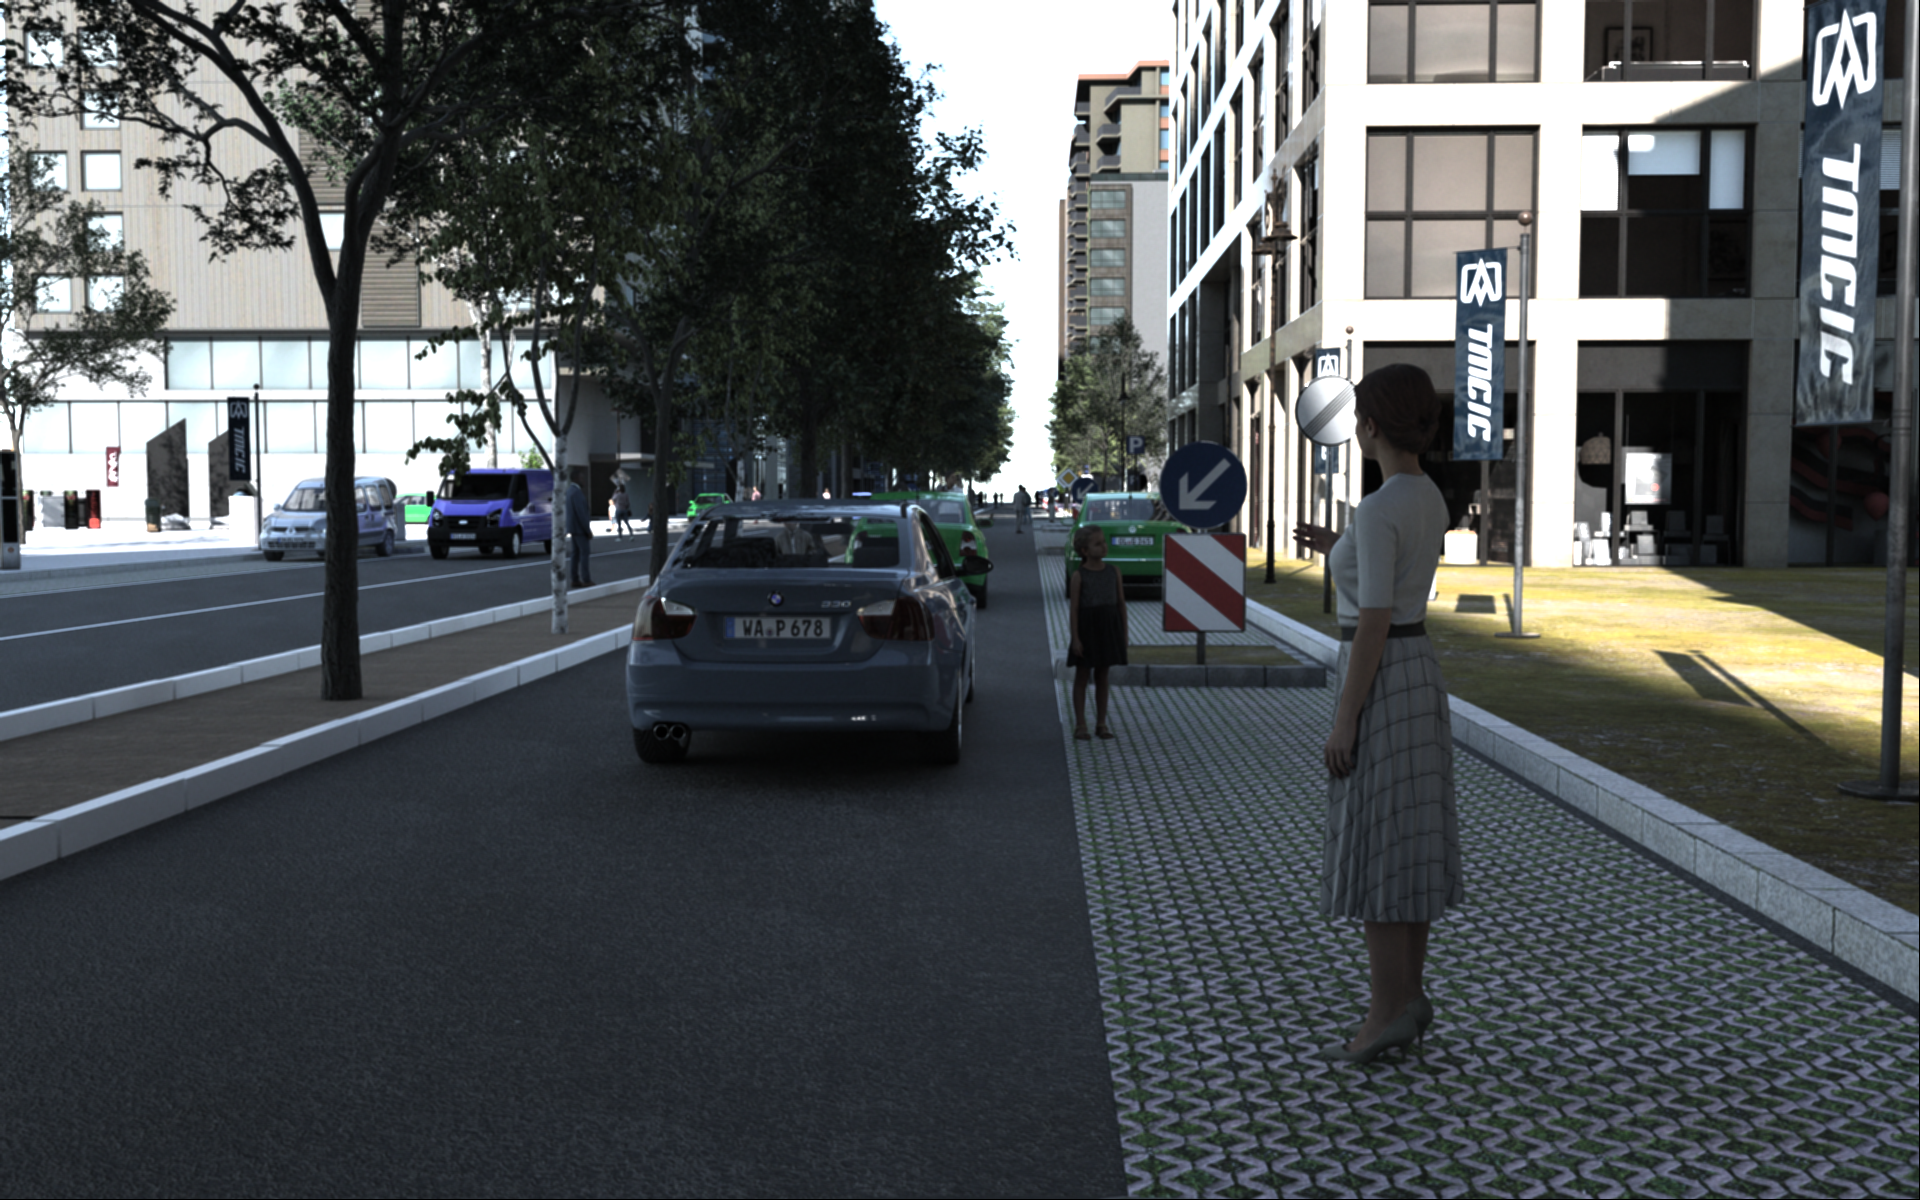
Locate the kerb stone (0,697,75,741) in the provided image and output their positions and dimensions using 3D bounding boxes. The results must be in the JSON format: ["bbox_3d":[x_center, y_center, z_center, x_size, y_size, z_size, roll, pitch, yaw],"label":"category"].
[{"bbox_3d":[-5.565,0.720,10.453,0.120,0.150,1.000,0,4,2],"label":"kerb stone"}]

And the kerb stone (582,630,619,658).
[{"bbox_3d":[-3.260,0.409,15.511,0.120,0.150,1.000,0,4,2],"label":"kerb stone"}]

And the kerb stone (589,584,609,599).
[{"bbox_3d":[-5.035,-0.098,23.792,0.120,0.150,1.000,0,4,2],"label":"kerb stone"}]

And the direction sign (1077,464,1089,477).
[{"bbox_3d":[9.161,-8.398,129.298,0.876,3.537,0.379,0,4,-2],"label":"direction sign"}]

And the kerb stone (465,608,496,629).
[{"bbox_3d":[-5.239,0.222,18.657,0.120,0.150,1.000,0,4,2],"label":"kerb stone"}]

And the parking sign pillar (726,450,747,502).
[{"bbox_3d":[-13.779,-7.240,106.843,1.447,3.967,1.447,2,4,25],"label":"parking sign pillar"}]

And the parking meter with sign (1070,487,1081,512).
[{"bbox_3d":[8.739,-7.834,124.349,1.738,3.016,0.543,-1,4,-12],"label":"parking meter with sign"}]

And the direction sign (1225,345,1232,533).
[{"bbox_3d":[4.144,-2.129,26.803,0.379,3.537,0.876,1,4,13],"label":"direction sign"}]

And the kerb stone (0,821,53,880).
[{"bbox_3d":[-3.623,0.975,6.299,0.120,0.150,1.000,0,4,2],"label":"kerb stone"}]

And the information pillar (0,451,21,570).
[{"bbox_3d":[-16.193,-1.524,29.406,0.304,2.012,0.304,3,5,42],"label":"information pillar"}]

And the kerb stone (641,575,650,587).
[{"bbox_3d":[-4.907,-0.285,26.863,0.120,0.150,1.000,0,4,2],"label":"kerb stone"}]

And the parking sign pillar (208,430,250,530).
[{"bbox_3d":[-26.006,-4.476,61.652,1.447,3.967,1.447,-1,4,-11],"label":"parking sign pillar"}]

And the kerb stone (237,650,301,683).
[{"bbox_3d":[-5.436,0.532,13.529,0.120,0.150,1.000,0,4,2],"label":"kerb stone"}]

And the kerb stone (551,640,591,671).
[{"bbox_3d":[-3.293,0.474,14.489,0.120,0.150,1.000,0,4,2],"label":"kerb stone"}]

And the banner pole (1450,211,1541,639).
[{"bbox_3d":[4.820,-1.563,15.573,0.863,3.779,0.401,3,4,38],"label":"banner pole"}]

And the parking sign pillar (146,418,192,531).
[{"bbox_3d":[-28.052,-4.456,61.330,1.447,3.967,1.447,-1,4,-15],"label":"parking sign pillar"}]

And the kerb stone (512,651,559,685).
[{"bbox_3d":[-3.336,0.534,13.462,0.120,0.150,1.000,0,4,2],"label":"kerb stone"}]

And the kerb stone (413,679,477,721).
[{"bbox_3d":[-3.420,0.664,11.409,0.120,0.150,1.000,0,4,2],"label":"kerb stone"}]

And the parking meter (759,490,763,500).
[{"bbox_3d":[-12.867,-6.291,111.275,0.372,1.533,0.369,0,3,0],"label":"parking meter"}]

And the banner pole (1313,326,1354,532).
[{"bbox_3d":[5.643,-2.202,26.021,0.401,3.779,0.863,-3,5,-40],"label":"banner pole"}]

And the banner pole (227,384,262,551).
[{"bbox_3d":[-16.191,-3.018,39.364,0.863,3.779,0.401,-1,4,-12],"label":"banner pole"}]

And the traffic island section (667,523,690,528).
[{"bbox_3d":[-12.690,-3.174,74.177,2.009,0.180,2.903,0,4,2],"label":"traffic island section"}]

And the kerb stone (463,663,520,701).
[{"bbox_3d":[-3.383,0.597,12.438,0.120,0.150,1.000,0,4,2],"label":"kerb stone"}]

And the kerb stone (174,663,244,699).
[{"bbox_3d":[-5.475,0.599,12.505,0.120,0.150,1.000,0,4,2],"label":"kerb stone"}]

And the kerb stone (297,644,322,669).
[{"bbox_3d":[-5.401,0.468,14.550,0.120,0.150,1.000,0,4,2],"label":"kerb stone"}]

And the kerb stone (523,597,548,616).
[{"bbox_3d":[-5.150,0.093,20.704,0.120,0.150,1.000,0,4,2],"label":"kerb stone"}]

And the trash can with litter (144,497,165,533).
[{"bbox_3d":[-26.806,-2.831,57.674,0.624,1.170,1.055,-2,4,-25],"label":"trash can with litter"}]

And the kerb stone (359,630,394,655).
[{"bbox_3d":[-5.359,0.406,15.576,0.120,0.150,1.000,0,4,2],"label":"kerb stone"}]

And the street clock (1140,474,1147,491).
[{"bbox_3d":[6.576,-3.586,63.197,0.471,2.002,0.358,-1,4,-17],"label":"street clock"}]

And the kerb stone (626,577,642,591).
[{"bbox_3d":[-4.956,-0.220,25.841,0.120,0.150,1.000,0,4,2],"label":"kerb stone"}]

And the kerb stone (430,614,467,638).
[{"bbox_3d":[-5.273,0.280,17.634,0.120,0.150,1.000,0,4,2],"label":"kerb stone"}]

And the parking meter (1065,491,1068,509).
[{"bbox_3d":[9.123,-8.521,147.730,0.372,1.533,0.369,0,3,0],"label":"parking meter"}]

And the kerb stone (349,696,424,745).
[{"bbox_3d":[-3.464,0.727,10.388,0.120,0.150,1.000,0,4,2],"label":"kerb stone"}]

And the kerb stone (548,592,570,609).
[{"bbox_3d":[-5.117,0.035,21.735,0.120,0.150,1.000,0,4,2],"label":"kerb stone"}]

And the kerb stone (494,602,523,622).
[{"bbox_3d":[-5.196,0.154,19.678,0.120,0.150,1.000,0,4,2],"label":"kerb stone"}]

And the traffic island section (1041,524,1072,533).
[{"bbox_3d":[4.122,-2.644,65.517,2.009,0.180,2.903,0,4,2],"label":"traffic island section"}]

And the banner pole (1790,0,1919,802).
[{"bbox_3d":[3.915,-1.070,7.511,0.401,3.779,0.863,-1,4,-14],"label":"banner pole"}]

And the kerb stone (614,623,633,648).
[{"bbox_3d":[-3.215,0.346,16.537,0.120,0.150,1.000,0,4,2],"label":"kerb stone"}]

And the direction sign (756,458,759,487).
[{"bbox_3d":[-12.827,-7.214,109.951,0.379,3.537,0.876,0,4,2],"label":"direction sign"}]

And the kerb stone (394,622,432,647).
[{"bbox_3d":[-5.320,0.350,16.602,0.120,0.150,1.000,0,4,2],"label":"kerb stone"}]

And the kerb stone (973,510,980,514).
[{"bbox_3d":[1.266,-6.580,129.772,0.120,0.150,1.000,0,4,2],"label":"kerb stone"}]

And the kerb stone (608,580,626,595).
[{"bbox_3d":[-4.992,-0.160,24.813,0.120,0.150,1.000,0,4,2],"label":"kerb stone"}]

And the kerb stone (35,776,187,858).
[{"bbox_3d":[-3.581,0.910,7.320,0.120,0.150,1.000,0,4,2],"label":"kerb stone"}]

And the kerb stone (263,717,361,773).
[{"bbox_3d":[-3.506,0.785,9.366,0.120,0.150,1.000,0,4,2],"label":"kerb stone"}]

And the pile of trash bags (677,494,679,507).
[{"bbox_3d":[-18.647,-5.842,105.271,3.447,1.369,1.912,1,4,18],"label":"pile of trash bags"}]

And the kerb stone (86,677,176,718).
[{"bbox_3d":[-5.522,0.657,11.477,0.120,0.150,1.000,0,4,2],"label":"kerb stone"}]

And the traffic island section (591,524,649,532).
[{"bbox_3d":[-13.006,-2.686,66.198,2.009,0.180,2.903,0,4,2],"label":"traffic island section"}]

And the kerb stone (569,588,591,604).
[{"bbox_3d":[-5.070,-0.035,22.770,0.120,0.150,1.000,0,4,2],"label":"kerb stone"}]

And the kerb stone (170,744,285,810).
[{"bbox_3d":[-3.539,0.853,8.345,0.120,0.150,1.000,0,4,2],"label":"kerb stone"}]

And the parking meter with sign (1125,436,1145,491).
[{"bbox_3d":[5.290,-3.456,52.769,0.543,3.016,1.738,0,4,2],"label":"parking meter with sign"}]

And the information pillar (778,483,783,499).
[{"bbox_3d":[-12.436,-7.059,119.903,0.304,2.012,0.304,-1,4,-11],"label":"information pillar"}]
